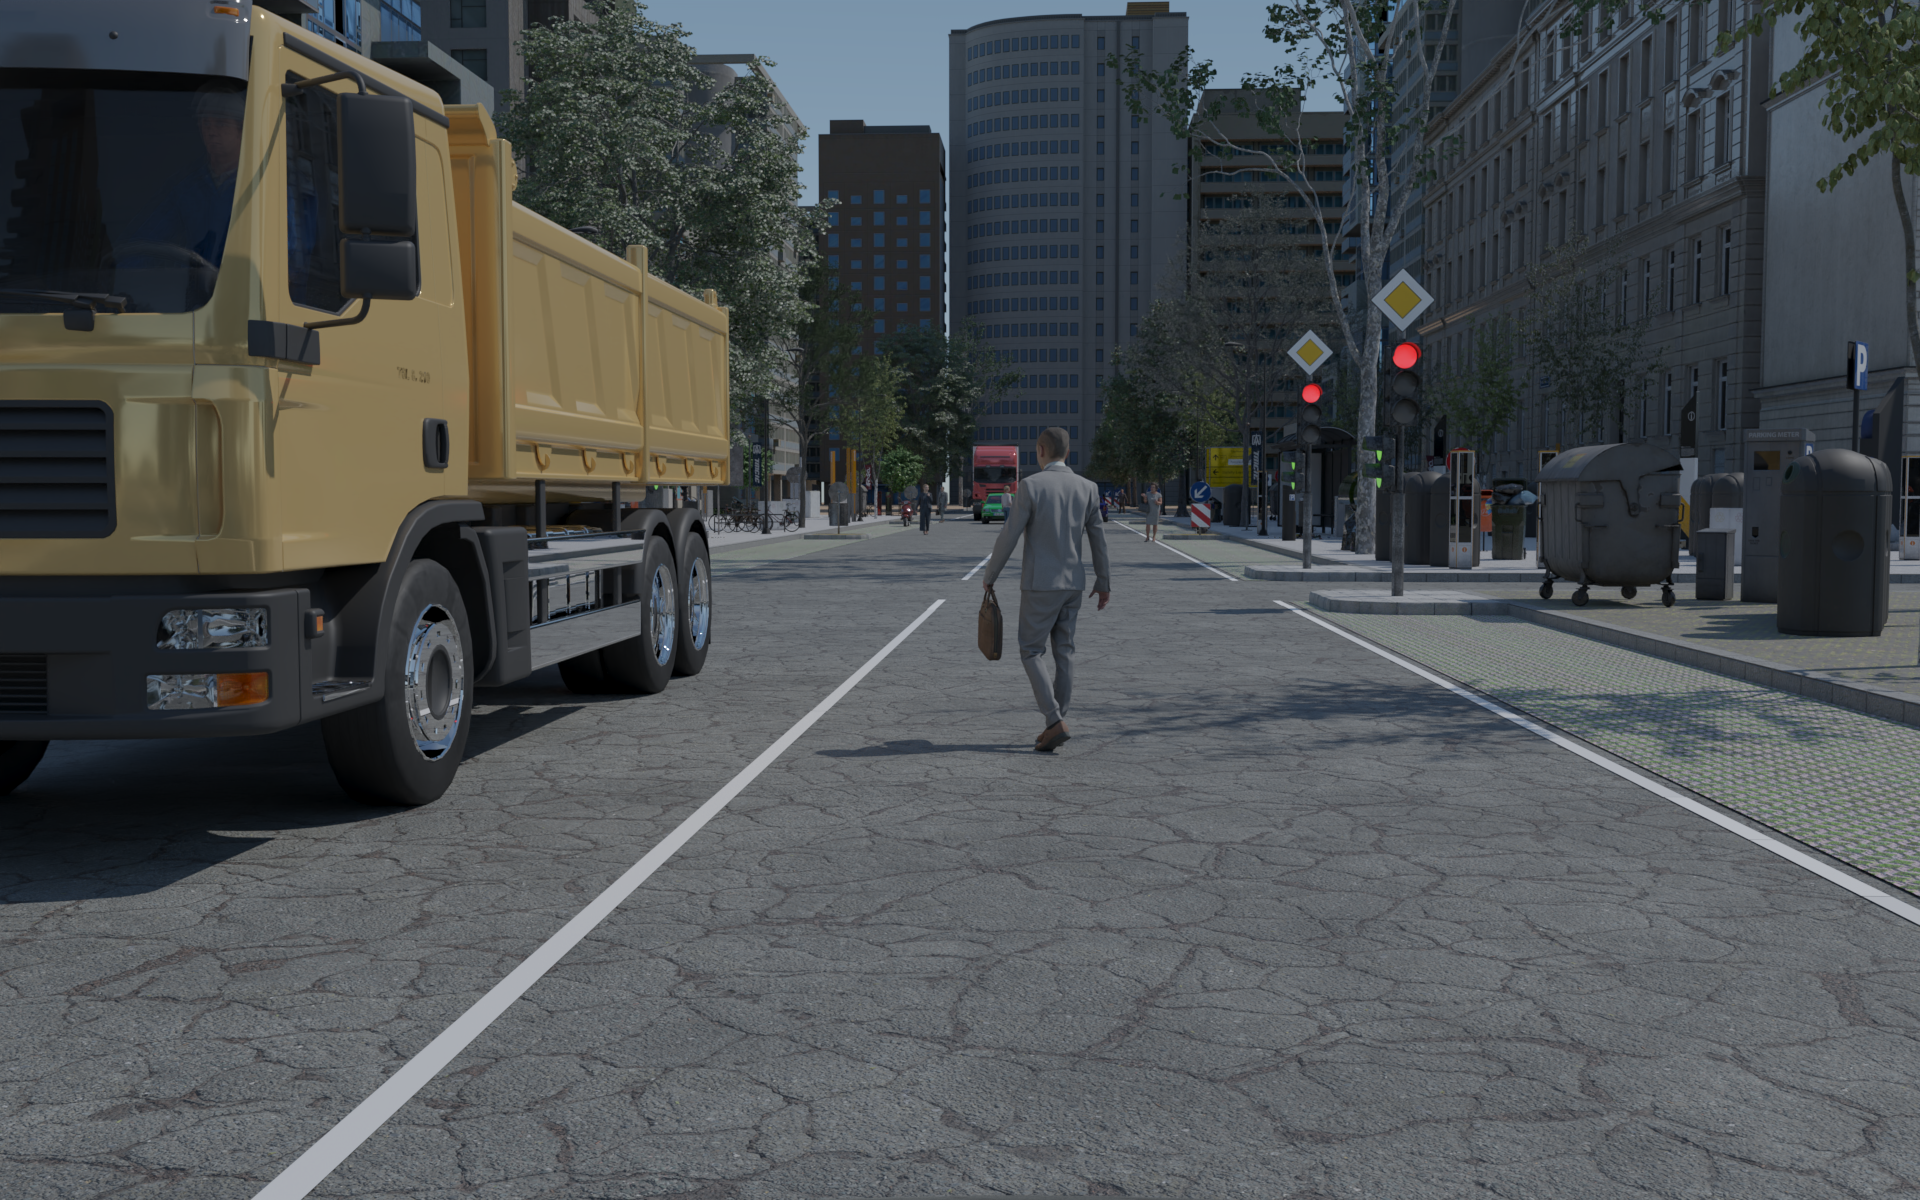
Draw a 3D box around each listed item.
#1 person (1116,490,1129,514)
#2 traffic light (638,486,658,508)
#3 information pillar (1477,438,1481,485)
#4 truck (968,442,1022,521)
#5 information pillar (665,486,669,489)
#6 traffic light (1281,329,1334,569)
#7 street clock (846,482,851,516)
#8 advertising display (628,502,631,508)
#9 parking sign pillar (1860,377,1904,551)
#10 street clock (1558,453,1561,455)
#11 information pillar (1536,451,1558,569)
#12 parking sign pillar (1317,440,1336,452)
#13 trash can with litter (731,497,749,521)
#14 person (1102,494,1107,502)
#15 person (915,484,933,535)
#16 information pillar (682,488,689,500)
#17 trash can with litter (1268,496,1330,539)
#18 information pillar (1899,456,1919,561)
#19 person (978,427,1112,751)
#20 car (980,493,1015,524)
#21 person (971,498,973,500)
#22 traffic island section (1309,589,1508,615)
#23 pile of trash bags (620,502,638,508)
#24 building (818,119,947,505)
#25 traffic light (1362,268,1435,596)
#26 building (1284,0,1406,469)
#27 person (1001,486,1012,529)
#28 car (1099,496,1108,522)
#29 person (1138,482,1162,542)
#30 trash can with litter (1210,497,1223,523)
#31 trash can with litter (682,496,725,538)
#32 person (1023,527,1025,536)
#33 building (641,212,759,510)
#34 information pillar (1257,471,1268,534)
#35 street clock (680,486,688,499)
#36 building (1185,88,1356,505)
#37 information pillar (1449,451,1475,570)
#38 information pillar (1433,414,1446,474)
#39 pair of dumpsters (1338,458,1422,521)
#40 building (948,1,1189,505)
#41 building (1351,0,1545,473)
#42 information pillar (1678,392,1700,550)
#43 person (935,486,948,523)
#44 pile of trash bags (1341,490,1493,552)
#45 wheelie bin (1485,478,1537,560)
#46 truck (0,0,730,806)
[{"bbox_3d":[11.630,-7.053,124.373,0.990,1.755,0.434,3,4,36],"label":"person"},{"bbox_3d":[-5.548,-2.531,30.297,0.839,4.253,0.868,0,4,3],"label":"traffic light"},{"bbox_3d":[21.563,-4.936,72.053,0.183,3.616,0.504,1,4,21],"label":"information pillar"},{"bbox_3d":[1.998,-6.555,96.091,2.839,4.237,11.283,0,4,2],"label":"truck"},{"bbox_3d":[-17.454,-6.066,103.668,0.304,2.012,0.304,2,4,33],"label":"information pillar"},{"bbox_3d":[5.945,-2.491,29.653,0.839,4.253,0.868,0,4,3],"label":"traffic light"},{"bbox_3d":[-6.412,-5.840,100.048,0.358,2.002,0.471,-2,4,-30],"label":"street clock"},{"bbox_3d":[-17.320,-5.213,90.447,0.974,1.923,0.123,0,4,5],"label":"advertising display"},{"bbox_3d":[21.007,-3.123,39.527,1.447,3.967,1.447,-3,5,-40],"label":"parking sign pillar"},{"bbox_3d":[10.562,-1.577,30.352,0.358,2.002,0.471,1,4,18],"label":"street clock"},{"bbox_3d":[10.032,-1.536,29.609,0.304,2.012,0.304,1,4,13],"label":"information pillar"},{"bbox_3d":[17.319,-5.673,81.231,1.447,3.967,1.447,2,4,29],"label":"parking sign pillar"},{"bbox_3d":[-9.927,-4.144,79.139,1.055,1.170,0.624,0,4,-5],"label":"trash can with litter"},{"bbox_3d":[11.712,-7.929,141.397,1.065,1.426,0.557,-3,5,-43],"label":"person"},{"bbox_3d":[-1.245,-3.172,60.784,0.576,1.772,0.534,-2,4,-26],"label":"person"},{"bbox_3d":[-15.725,-5.795,99.232,0.304,2.012,0.304,0,4,0],"label":"information pillar"},{"bbox_3d":[9.857,-2.373,49.859,1.678,1.210,2.233,0,4,-1],"label":"trash can with litter"},{"bbox_3d":[18.358,-1.770,33.428,0.304,2.012,0.304,1,4,11],"label":"information pillar"},{"bbox_3d":[0.499,-0.078,9.889,0.709,1.813,0.853,-2,4,-27],"label":"person"},{"bbox_3d":[2.002,-4.592,83.869,1.959,1.807,4.718,0,4,4],"label":"car"},{"bbox_3d":[1.427,-7.814,136.200,1.348,1.831,0.705,-3,5,-41],"label":"person"},{"bbox_3d":[5.525,0.030,21.793,2.009,0.180,2.903,0,4,3],"label":"traffic island section"},{"bbox_3d":[-15.632,-4.197,78.377,3.447,1.369,1.912,2,4,35],"label":"pile of trash bags"},{"bbox_3d":[-9.088,-34.257,210.217,14.200,45.320,14.600,0,4,3],"label":"building"},{"bbox_3d":[5.486,-2.004,21.681,0.839,4.253,0.868,0,4,3],"label":"traffic light"},{"bbox_3d":[41.093,-51.011,146.701,22.319,86.520,31.000,0,4,3],"label":"building"},{"bbox_3d":[1.759,-3.434,65.312,0.731,1.740,0.598,3,4,38],"label":"person"},{"bbox_3d":[6.691,-4.687,89.220,1.945,1.354,3.894,0,4,1],"label":"car"},{"bbox_3d":[5.643,-2.615,51.614,0.716,1.782,0.532,1,4,19],"label":"person"},{"bbox_3d":[11.665,-4.038,77.413,1.055,1.170,0.624,2,4,23],"label":"trash can with litter"},{"bbox_3d":[-8.123,-2.414,50.529,2.233,1.210,1.678,2,4,28],"label":"trash can with litter"},{"bbox_3d":[1.833,-2.253,46.337,0.522,1.701,0.512,1,4,16],"label":"person"},{"bbox_3d":[-30.422,-16.917,121.626,27.650,21.520,28.899,0,4,3],"label":"building"},{"bbox_3d":[9.677,-3.114,55.403,0.304,2.012,0.304,1,4,16],"label":"information pillar"},{"bbox_3d":[-11.957,-4.312,75.064,0.471,2.002,0.358,-1,4,-15],"label":"street clock"},{"bbox_3d":[37.927,-35.882,210.373,21.600,48.544,21.300,0,4,3],"label":"building"},{"bbox_3d":[8.550,-1.531,29.527,0.304,2.012,0.304,-1,4,-9],"label":"information pillar"},{"bbox_3d":[14.125,-3.648,51.001,0.183,3.616,0.504,-1,4,-21],"label":"information pillar"},{"bbox_3d":[11.607,-2.779,47.930,1.574,2.255,4.437,0,4,3],"label":"pair of dumpsters"},{"bbox_3d":[12.911,-40.986,212.126,28.212,58.520,21.231,0,4,3],"label":"building"},{"bbox_3d":[43.393,-26.197,120.204,32.217,40.220,23.993,0,4,3],"label":"building"},{"bbox_3d":[16.784,-2.967,39.868,0.183,3.616,0.504,-1,4,-20],"label":"information pillar"},{"bbox_3d":[-0.920,-4.780,86.756,0.694,1.812,0.767,3,4,36],"label":"person"},{"bbox_3d":[10.289,-1.776,38.784,3.447,1.369,1.912,1,4,13],"label":"pile of trash bags"},{"bbox_3d":[10.754,-1.586,33.841,0.980,1.594,0.693,1,4,22],"label":"wheelie bin"},{"bbox_3d":[-3.519,-0.870,10.144,3.469,3.379,9.791,0,4,3],"label":"truck"}]
